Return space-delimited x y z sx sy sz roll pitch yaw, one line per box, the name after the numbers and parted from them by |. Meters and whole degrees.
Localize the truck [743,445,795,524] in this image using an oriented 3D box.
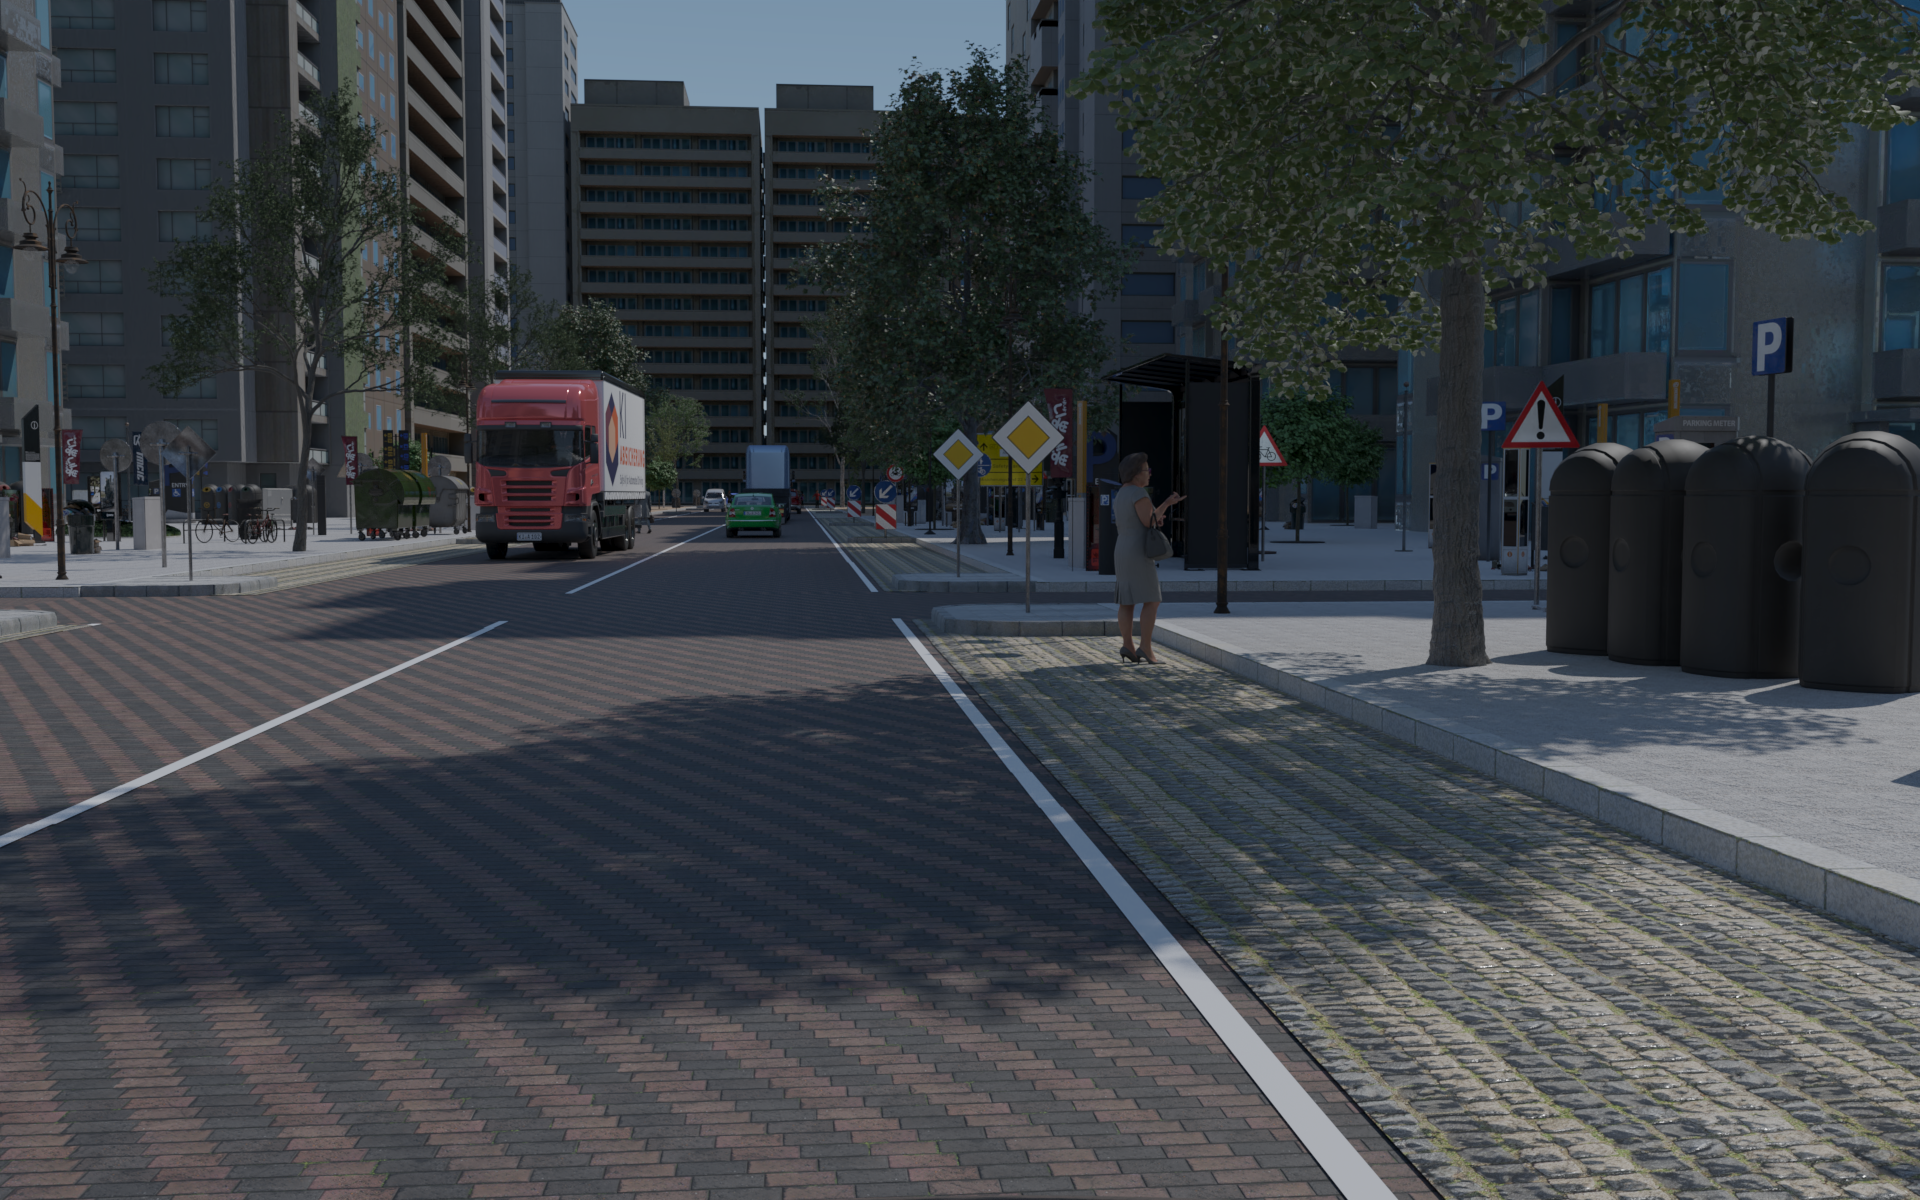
-10.144 -6.131 90.000 2.967 4.110 18.799 0 4 -5 | truck

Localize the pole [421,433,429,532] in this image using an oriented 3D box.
-17.892 -3.919 57.911 0.158 3.312 0.155 0 3 0 | pole

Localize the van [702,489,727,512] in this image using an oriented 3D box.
-19.871 -8.159 140.409 2.013 2.044 4.112 0 4 -4 | van

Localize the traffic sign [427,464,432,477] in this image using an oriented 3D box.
-22.765 -4.536 74.275 0.768 2.556 0.104 0 3 0 | traffic sign

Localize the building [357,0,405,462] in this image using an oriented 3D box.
-42.581 -27.808 104.773 14.600 45.320 14.200 0 4 -5 | building

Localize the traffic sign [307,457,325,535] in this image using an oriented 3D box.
-20.315 -3.254 54.380 0.795 2.450 0.064 0 4 -1 | traffic sign

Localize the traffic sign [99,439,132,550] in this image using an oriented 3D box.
-19.384 -2.426 39.778 0.768 2.556 0.104 0 4 3 | traffic sign

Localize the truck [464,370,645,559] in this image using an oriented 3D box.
-9.446 -3.221 41.585 2.839 4.237 11.283 0 4 -4 | truck

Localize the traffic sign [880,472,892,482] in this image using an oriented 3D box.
-4.228 -6.064 99.248 0.768 2.556 0.104 0 4 -5 | traffic sign

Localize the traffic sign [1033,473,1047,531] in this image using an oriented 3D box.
2.570 -3.657 59.790 0.884 2.594 0.081 0 4 2 | traffic sign

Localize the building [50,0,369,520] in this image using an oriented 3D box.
-40.098 -24.886 90.486 14.154 41.232 14.086 0 4 -5 | building

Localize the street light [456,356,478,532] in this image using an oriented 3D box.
-16.499 -5.215 58.053 0.468 5.910 1.993 0 4 -5 | street light

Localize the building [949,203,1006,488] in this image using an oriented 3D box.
5.377 -34.107 207.764 14.200 45.320 14.600 0 4 -5 | building

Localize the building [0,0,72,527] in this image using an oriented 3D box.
-44.018 -26.573 54.075 23.786 49.044 30.456 0 4 -5 | building

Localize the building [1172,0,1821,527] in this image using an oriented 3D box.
23.506 -28.656 88.132 23.786 49.044 30.456 0 4 -5 | building

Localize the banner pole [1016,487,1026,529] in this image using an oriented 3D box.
2.361 -4.502 63.632 0.401 3.779 0.863 2 4 30 | banner pole

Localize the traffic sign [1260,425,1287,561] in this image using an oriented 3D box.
5.766 -2.013 32.916 0.884 2.594 0.081 0 4 1 | traffic sign

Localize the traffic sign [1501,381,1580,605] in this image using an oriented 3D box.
6.684 -1.223 20.005 0.884 2.594 0.081 0 4 4 | traffic sign

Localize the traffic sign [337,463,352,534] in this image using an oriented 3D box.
-19.563 -3.399 55.583 0.884 2.594 0.081 0 4 1 | traffic sign

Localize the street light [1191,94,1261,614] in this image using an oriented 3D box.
2.819 -2.794 18.464 0.468 5.910 1.993 0 4 -5 | street light

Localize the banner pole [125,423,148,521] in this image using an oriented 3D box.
-28.966 -4.333 60.859 0.863 3.779 0.401 -2 4 -32 | banner pole

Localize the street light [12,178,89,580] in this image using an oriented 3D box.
-13.445 -3.239 25.753 0.468 5.910 1.993 0 4 -5 | street light

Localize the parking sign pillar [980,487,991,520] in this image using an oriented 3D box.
0.665 -5.235 74.067 1.447 3.967 1.447 1 4 21 | parking sign pillar

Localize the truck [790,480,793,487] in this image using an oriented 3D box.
-16.122 -9.906 150.875 2.839 4.237 11.283 0 4 -4 | truck

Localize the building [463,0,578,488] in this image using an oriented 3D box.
-59.471 -40.510 204.338 28.212 58.520 21.231 0 4 -5 | building

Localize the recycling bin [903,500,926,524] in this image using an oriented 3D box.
-1.960 -3.811 74.868 0.722 1.027 0.722 -3 5 -44 | recycling bin

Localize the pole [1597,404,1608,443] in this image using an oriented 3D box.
14.490 -2.770 39.141 0.158 3.312 0.155 0 3 0 | pole

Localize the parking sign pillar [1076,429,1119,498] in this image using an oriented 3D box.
4.263 -3.968 53.341 1.447 3.967 1.447 -1 4 -16 | parking sign pillar

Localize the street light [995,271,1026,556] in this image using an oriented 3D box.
1.047 -3.867 36.017 0.468 5.910 1.993 0 4 -5 | street light

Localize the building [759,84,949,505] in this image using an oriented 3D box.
-12.748 -35.809 209.176 21.600 48.544 21.300 0 4 -5 | building

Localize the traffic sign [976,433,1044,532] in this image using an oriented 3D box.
1.656 -3.912 57.826 2.265 3.308 0.079 0 3 0 | traffic sign

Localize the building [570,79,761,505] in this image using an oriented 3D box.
-34.230 -35.670 206.914 21.600 48.544 21.300 0 4 -5 | building

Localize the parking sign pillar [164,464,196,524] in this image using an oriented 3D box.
-34.264 -5.341 75.800 1.447 3.967 1.447 -1 4 -11 | parking sign pillar

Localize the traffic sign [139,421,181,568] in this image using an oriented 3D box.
-13.897 -1.839 30.178 0.768 2.556 0.104 0 4 -3 | traffic sign

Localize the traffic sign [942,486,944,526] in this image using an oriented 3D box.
-0.696 -4.259 69.741 0.768 2.556 0.104 0 4 2 | traffic sign

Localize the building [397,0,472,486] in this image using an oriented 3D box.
-47.665 -30.485 122.139 21.300 48.544 21.600 0 4 -5 | building

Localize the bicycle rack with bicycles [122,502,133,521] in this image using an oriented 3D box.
-38.873 -4.174 81.632 2.925 0.926 2.852 0 4 1 | bicycle rack with bicycles

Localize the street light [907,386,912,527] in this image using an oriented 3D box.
-1.992 -5.843 68.318 0.468 5.910 1.993 0 4 -5 | street light

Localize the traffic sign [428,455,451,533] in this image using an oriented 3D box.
-17.042 -3.463 56.726 0.768 2.556 0.104 0 4 -1 | traffic sign

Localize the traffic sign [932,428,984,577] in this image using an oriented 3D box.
-0.028 -1.405 26.616 0.795 2.450 0.064 0 4 -5 | traffic sign

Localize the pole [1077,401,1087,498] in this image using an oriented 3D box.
2.669 -2.700 37.983 0.158 3.312 0.155 0 3 0 | pole

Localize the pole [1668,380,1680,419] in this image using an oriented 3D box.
12.730 -2.270 30.954 0.158 3.312 0.155 0 3 0 | pole

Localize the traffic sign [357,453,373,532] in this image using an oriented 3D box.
-18.463 -3.256 53.335 0.768 2.556 0.104 0 4 -3 | traffic sign

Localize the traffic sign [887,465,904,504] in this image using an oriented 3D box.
-2.730 -4.485 73.443 0.768 2.556 0.104 0 3 0 | traffic sign

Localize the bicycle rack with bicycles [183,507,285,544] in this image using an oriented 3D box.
-18.913 -1.975 45.670 2.852 0.926 2.925 1 4 12 | bicycle rack with bicycles

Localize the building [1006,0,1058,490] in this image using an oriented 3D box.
18.840 -34.363 151.067 28.713 52.752 27.495 0 4 -5 | building

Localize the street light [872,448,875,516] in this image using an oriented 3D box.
-5.071 -7.856 101.234 0.468 5.910 1.993 0 4 -5 | street light

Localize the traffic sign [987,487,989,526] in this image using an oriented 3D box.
1.114 -4.254 69.658 0.768 2.556 0.104 0 4 3 | traffic sign

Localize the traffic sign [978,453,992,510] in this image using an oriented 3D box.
0.576 -3.211 52.601 0.768 2.556 0.104 0 4 4 | traffic sign

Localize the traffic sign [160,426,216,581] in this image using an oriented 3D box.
-11.373 -1.340 25.558 0.795 2.450 0.064 0 4 -5 | traffic sign

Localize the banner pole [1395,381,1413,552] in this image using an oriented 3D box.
9.956 -2.985 38.816 0.401 3.779 0.863 1 4 10 | banner pole

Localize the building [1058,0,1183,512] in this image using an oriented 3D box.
17.513 -35.525 122.838 21.231 58.520 28.212 0 4 -5 | building

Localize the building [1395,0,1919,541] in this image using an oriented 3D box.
29.048 -26.406 51.345 30.456 49.044 23.786 0 4 -5 | building

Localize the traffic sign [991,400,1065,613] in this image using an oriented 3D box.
0.731 -0.919 18.667 0.795 2.450 0.064 0 4 -5 | traffic sign
